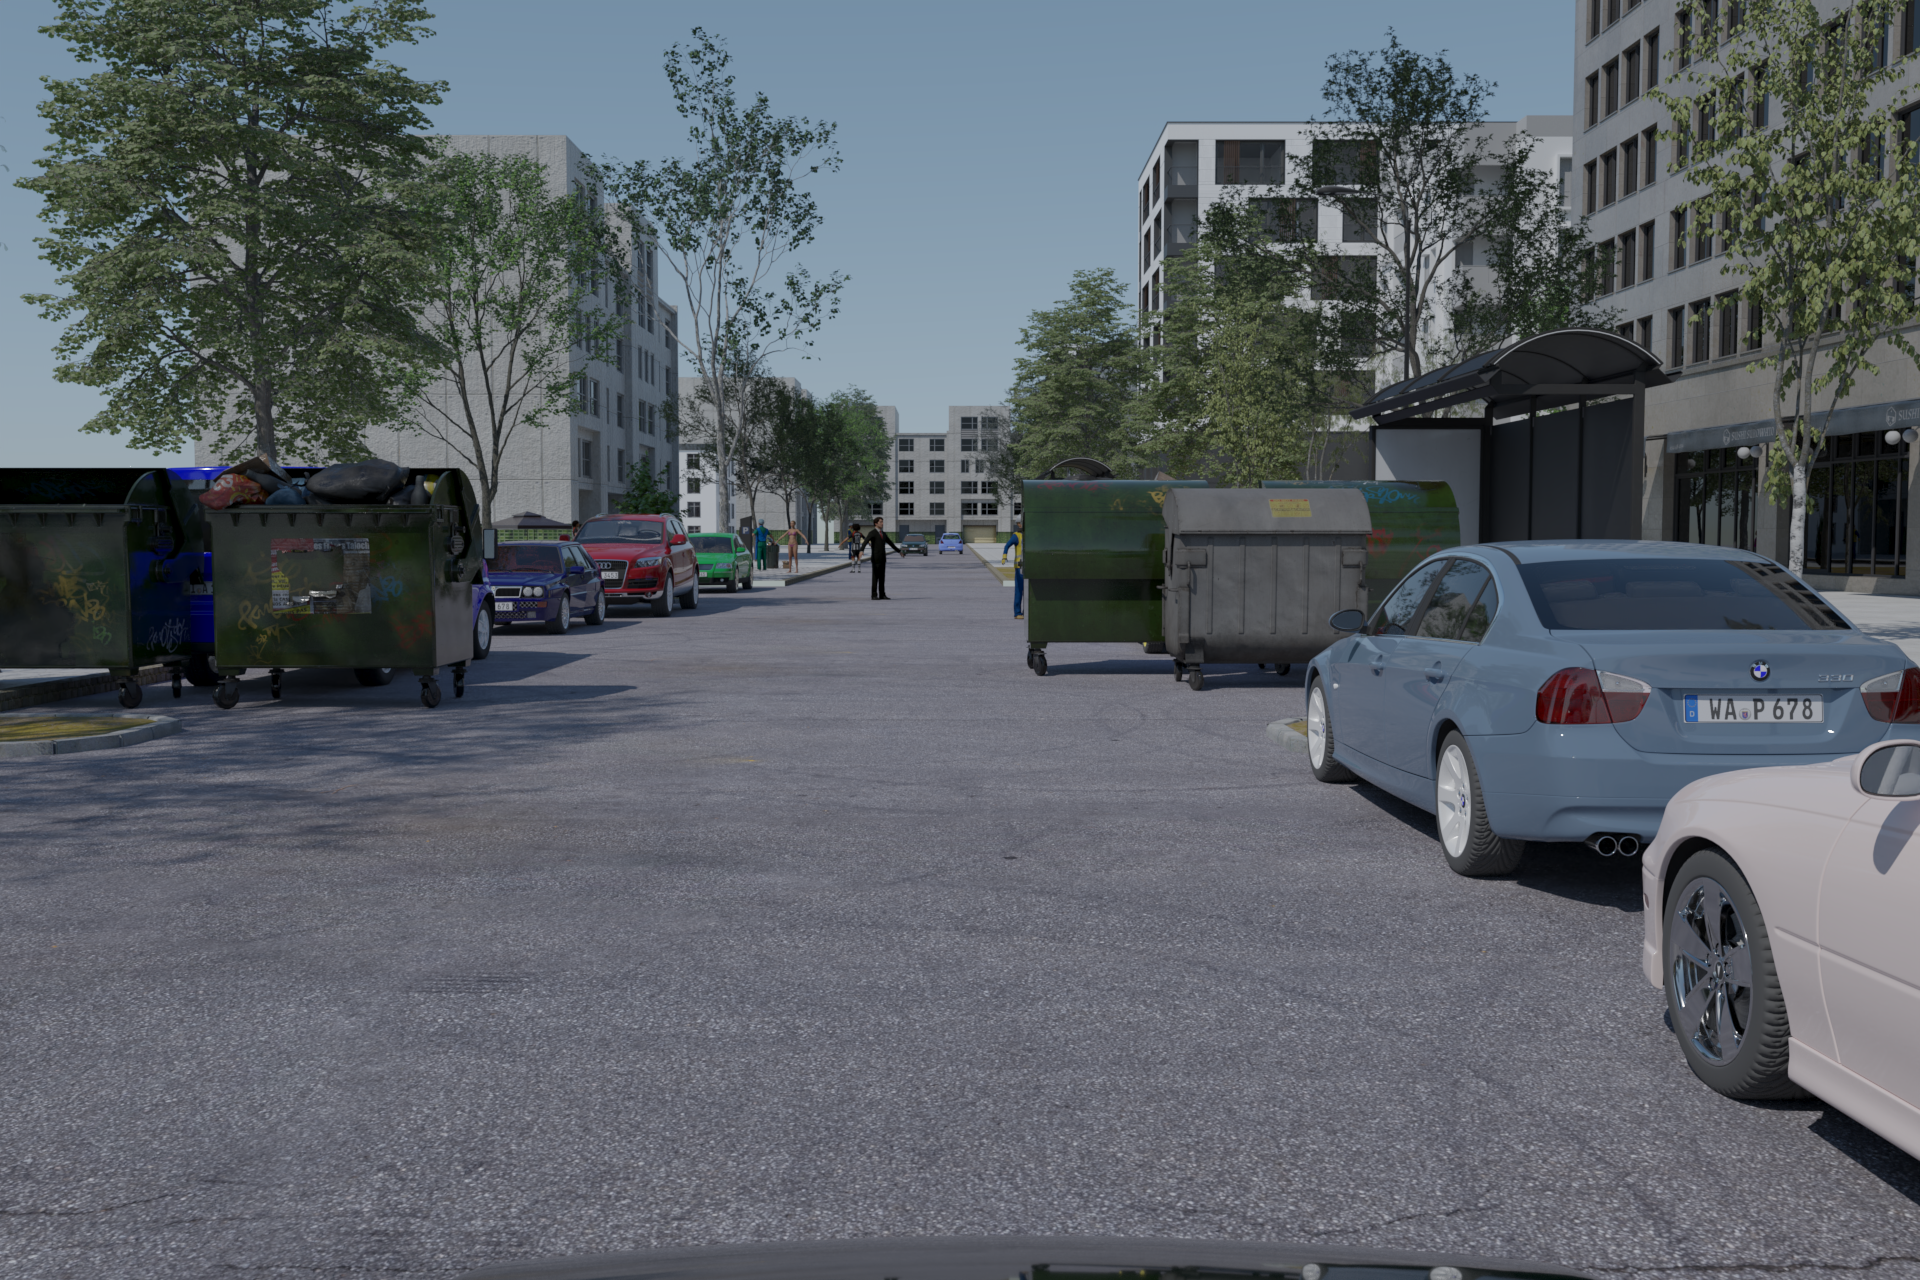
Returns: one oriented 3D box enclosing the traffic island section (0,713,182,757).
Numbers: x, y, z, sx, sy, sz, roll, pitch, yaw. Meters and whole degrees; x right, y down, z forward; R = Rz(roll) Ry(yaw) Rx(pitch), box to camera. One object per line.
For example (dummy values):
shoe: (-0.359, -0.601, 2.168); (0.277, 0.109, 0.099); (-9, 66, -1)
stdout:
traffic island section: (-6.625, 0.662, 12.050); (1.991, 0.108, 1.994); (0, 4, 0)

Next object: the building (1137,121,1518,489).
building: (24.182, -15.808, 102.429); (27.936, 21.610, 32.646); (0, 3, 0)

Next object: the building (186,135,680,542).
building: (-25.899, -13.843, 92.791); (16.747, 18.905, 31.486); (0, 4, 0)

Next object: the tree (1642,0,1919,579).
tree: (9.559, -4.205, 19.116); (4.737, 8.622, 4.395); (0, 3, 0)

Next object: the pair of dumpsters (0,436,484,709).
pair of dumpsters: (-6.395, -0.589, 14.580); (4.436, 2.255, 1.574); (0, 4, 0)

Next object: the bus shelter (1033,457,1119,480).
bus shelter: (3.144, -3.322, 48.233); (2.014, 3.302, 5.546); (0, 4, -1)

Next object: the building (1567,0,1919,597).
building: (29.060, -14.331, 36.479); (24.374, 26.755, 37.873); (0, 4, 0)

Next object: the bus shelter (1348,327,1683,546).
bus shelter: (6.037, -1.578, 19.724); (2.014, 3.302, 5.546); (0, 3, 0)

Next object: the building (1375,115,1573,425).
building: (25.274, -13.847, 82.822); (16.016, 20.090, 11.380); (0, 4, -1)

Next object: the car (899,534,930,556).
car: (-2.975, -6.305, 112.876); (2.009, 1.686, 4.222); (0, 4, 0)

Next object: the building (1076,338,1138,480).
building: (21.353, -20.853, 171.873); (19.493, 23.208, 18.063); (0, 4, -1)

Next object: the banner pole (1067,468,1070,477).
banner pole: (3.755, -4.270, 59.830); (0.401, 3.779, 0.863); (0, 4, -2)

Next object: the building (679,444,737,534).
building: (-26.982, -14.219, 174.626); (9.099, 9.664, 28.070); (0, 4, 0)

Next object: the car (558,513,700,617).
car: (-6.040, -1.406, 31.658); (2.281, 1.827, 5.304); (0, 4, -1)

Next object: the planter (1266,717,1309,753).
planter: (3.167, 0.565, 11.902); (1.991, 0.319, 1.994); (0, 4, 0)

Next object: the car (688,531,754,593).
car: (-6.285, -2.125, 43.536); (1.959, 1.807, 4.718); (0, 4, 0)

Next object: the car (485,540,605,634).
car: (-6.497, -0.821, 26.003); (1.945, 1.354, 3.894); (0, 3, 0)

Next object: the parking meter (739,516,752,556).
parking meter: (-6.779, -3.002, 54.795); (0.399, 1.863, 0.255); (0, 4, 0)

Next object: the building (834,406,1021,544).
building: (-1.557, -23.001, 244.982); (31.486, 18.905, 16.747); (0, 4, 0)

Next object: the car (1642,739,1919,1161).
car: (2.858, 0.573, 2.994); (2.083, 1.381, 4.827); (0, 4, -1)

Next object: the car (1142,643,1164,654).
car: (3.007, -0.763, 22.058); (1.945, 1.707, 3.694); (0, 4, -1)

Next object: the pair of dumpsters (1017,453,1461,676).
pair of dumpsters: (2.811, -0.796, 17.967); (4.436, 2.255, 1.574); (0, 3, 0)

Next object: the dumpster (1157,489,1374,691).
dumpster: (2.843, -0.495, 16.310); (1.865, 1.857, 1.264); (0, 4, -1)

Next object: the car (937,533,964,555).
car: (-0.651, -6.922, 122.759); (1.945, 1.707, 3.694); (0, 4, -1)

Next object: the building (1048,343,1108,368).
building: (23.832, -21.865, 201.459); (27.936, 21.610, 32.646); (0, 4, 0)

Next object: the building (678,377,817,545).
building: (-27.041, -21.077, 211.067); (16.747, 18.905, 31.486); (0, 4, 0)

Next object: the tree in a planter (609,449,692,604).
tree in a planter: (-6.624, -2.397, 36.418); (1.991, 3.239, 1.994); (0, 4, 1)

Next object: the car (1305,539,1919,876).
car: (2.932, 0.212, 8.545); (2.014, 1.417, 4.499); (0, 4, 0)

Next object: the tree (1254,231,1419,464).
tree: (8.695, -5.667, 43.021); (4.360, 8.622, 3.978); (0, 3, 0)

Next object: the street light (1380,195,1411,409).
street light: (6.531, -3.102, 23.256); (1.470, 5.913, 1.316); (0, 4, 0)

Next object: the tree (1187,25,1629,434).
tree: (8.670, -5.943, 31.573); (8.767, 10.594, 7.601); (-2, 4, -28)
